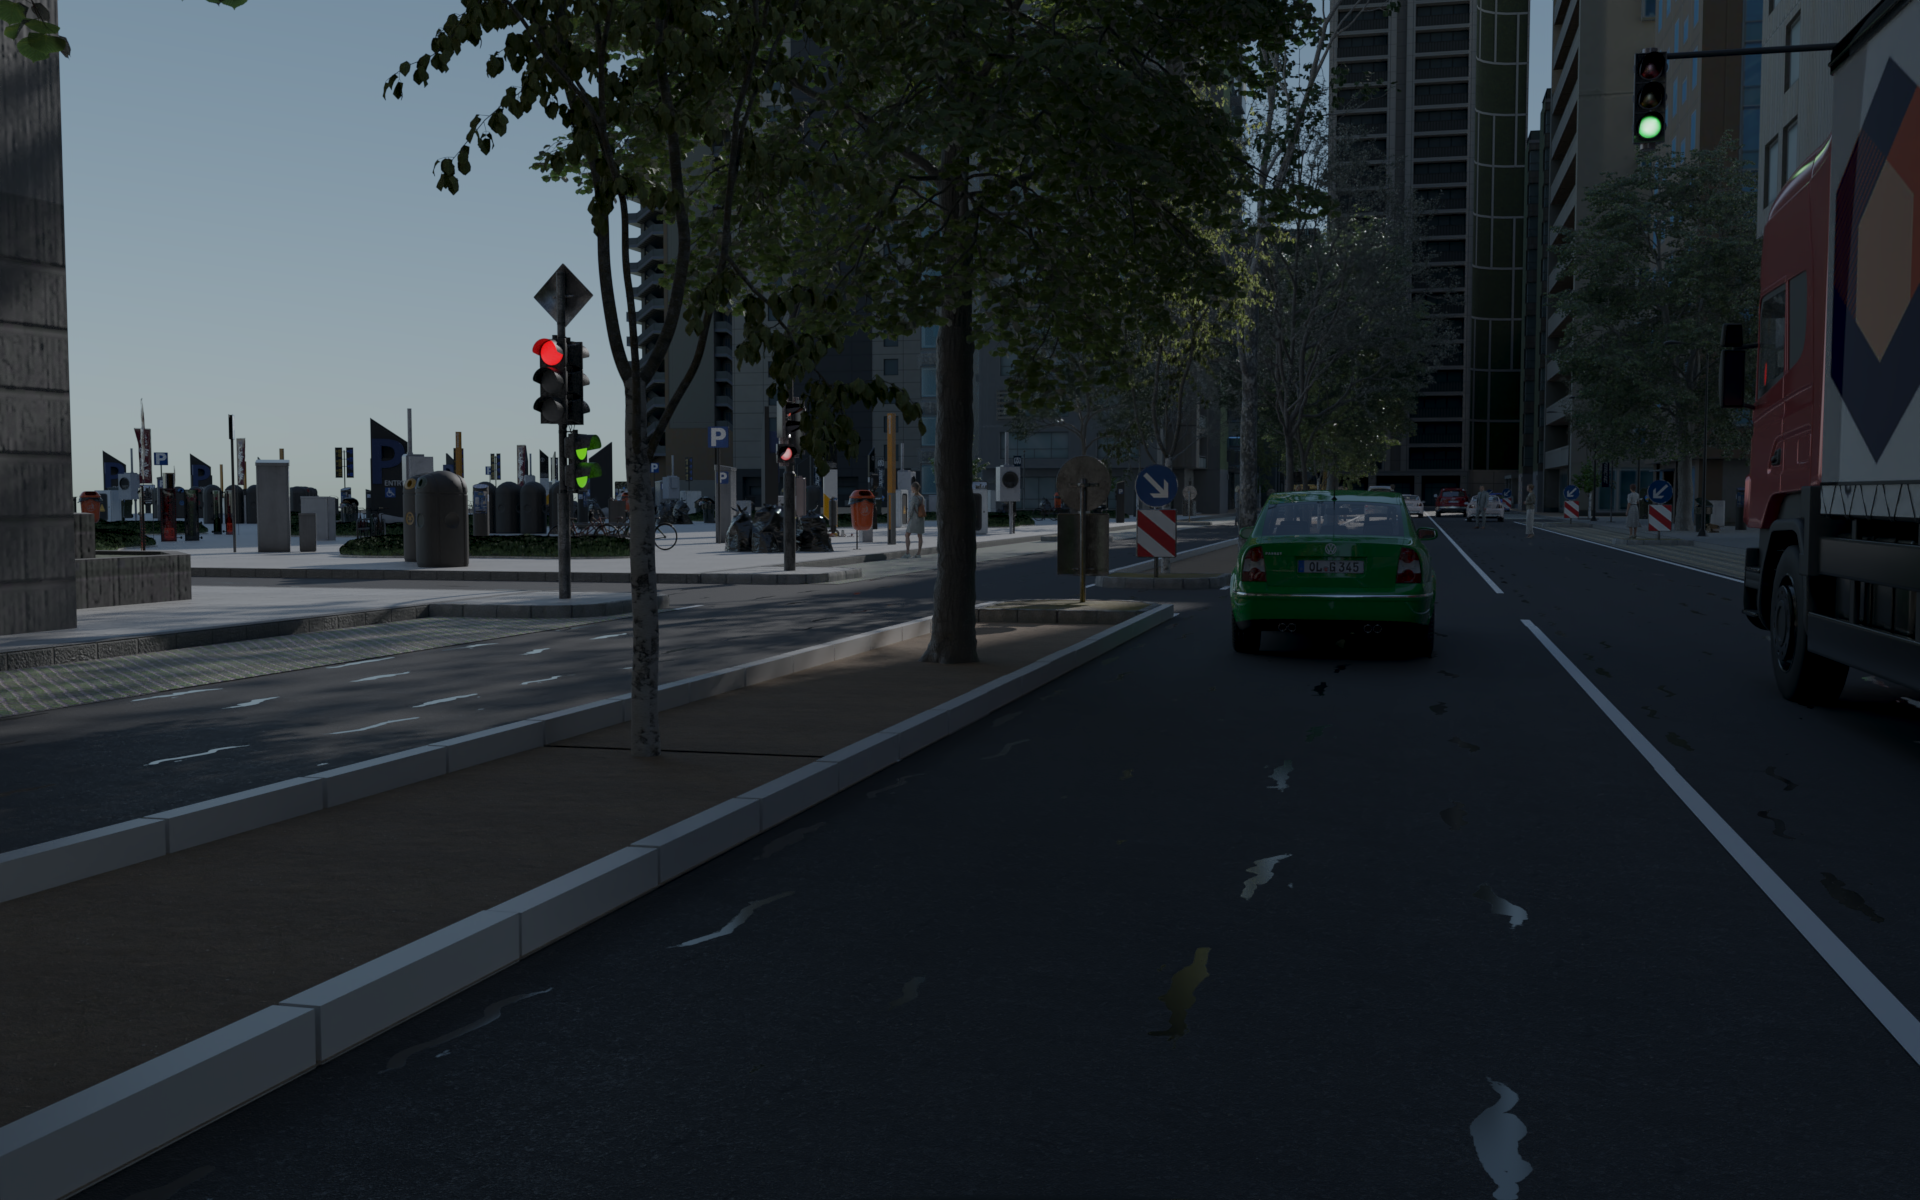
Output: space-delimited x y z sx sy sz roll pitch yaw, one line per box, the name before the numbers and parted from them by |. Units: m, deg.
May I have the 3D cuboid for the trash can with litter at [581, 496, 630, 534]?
trash can with litter | -10.792 -2.531 52.441 2.233 1.210 1.678 -1 4 -23

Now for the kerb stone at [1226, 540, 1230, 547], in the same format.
kerb stone | 7.091 -1.492 46.583 0.120 0.150 1.000 1 4 14

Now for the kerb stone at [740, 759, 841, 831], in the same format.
kerb stone | -0.767 0.882 7.819 0.120 0.150 1.000 1 4 14

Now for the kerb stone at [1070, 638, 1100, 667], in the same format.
kerb stone | 1.026 0.459 14.755 0.120 0.150 1.000 1 4 14

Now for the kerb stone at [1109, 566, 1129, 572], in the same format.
kerb stone | 2.724 -0.459 29.705 0.120 0.150 1.000 1 4 14

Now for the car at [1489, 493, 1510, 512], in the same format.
car | 39.761 -7.258 128.259 1.945 1.707 3.694 1 4 14

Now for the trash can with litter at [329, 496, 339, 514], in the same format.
trash can with litter | -29.958 -4.312 81.562 2.233 1.210 1.678 -3 4 -36

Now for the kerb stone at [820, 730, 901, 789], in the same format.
kerb stone | -0.511 0.819 8.814 0.120 0.150 1.000 1 4 14

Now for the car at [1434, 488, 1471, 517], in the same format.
car | 30.981 -6.132 108.935 2.281 1.827 5.304 1 4 15

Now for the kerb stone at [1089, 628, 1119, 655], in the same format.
kerb stone | 1.283 0.395 15.744 0.120 0.150 1.000 1 4 14

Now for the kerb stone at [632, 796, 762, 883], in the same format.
kerb stone | -1.028 0.943 6.828 0.120 0.150 1.000 1 4 14

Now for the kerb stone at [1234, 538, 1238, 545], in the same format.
kerb stone | 7.604 -1.613 48.568 0.120 0.150 1.000 1 4 14

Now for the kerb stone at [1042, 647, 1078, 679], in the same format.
kerb stone | 0.766 0.516 13.766 0.120 0.150 1.000 1 4 14

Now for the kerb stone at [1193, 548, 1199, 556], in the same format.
kerb stone | 5.289 -1.066 39.631 0.120 0.150 1.000 1 4 14

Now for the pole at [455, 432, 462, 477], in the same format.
pole | -16.364 -3.839 56.603 0.158 3.312 0.155 0 3 0

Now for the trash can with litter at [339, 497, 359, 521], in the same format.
trash can with litter | -20.985 -2.951 59.641 0.624 1.170 1.055 -1 4 -10

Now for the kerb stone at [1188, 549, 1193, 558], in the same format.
kerb stone | 5.024 -1.006 38.643 0.120 0.150 1.000 1 4 14

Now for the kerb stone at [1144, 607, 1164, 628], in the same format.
kerb stone | 2.047 0.212 18.721 0.120 0.150 1.000 1 4 14

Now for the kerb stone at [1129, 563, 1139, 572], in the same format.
kerb stone | 2.987 -0.518 30.693 0.120 0.150 1.000 1 4 14

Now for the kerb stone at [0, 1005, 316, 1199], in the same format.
kerb stone | -1.791 1.122 3.852 0.120 0.150 1.000 1 4 14

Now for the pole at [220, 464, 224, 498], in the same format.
pole | -50.429 -7.613 118.323 0.158 3.312 0.155 0 3 0

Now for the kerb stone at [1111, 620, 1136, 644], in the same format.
kerb stone | 1.536 0.334 16.739 0.120 0.150 1.000 1 4 14

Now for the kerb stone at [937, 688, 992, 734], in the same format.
kerb stone | 0.006 0.697 10.792 0.120 0.150 1.000 1 4 14

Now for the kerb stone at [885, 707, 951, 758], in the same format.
kerb stone | -0.254 0.758 9.803 0.120 0.150 1.000 1 4 14

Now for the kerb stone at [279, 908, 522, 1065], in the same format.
kerb stone | -1.535 1.061 4.841 0.120 0.150 1.000 1 4 14

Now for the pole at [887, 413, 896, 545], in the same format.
pole | -1.731 -3.058 43.837 0.158 3.312 0.155 0 3 0

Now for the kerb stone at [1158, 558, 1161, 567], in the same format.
kerb stone | 3.750 -0.702 33.675 0.120 0.150 1.000 1 4 14

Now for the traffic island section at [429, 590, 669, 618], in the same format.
traffic island section | -4.869 0.061 21.285 2.009 0.180 2.903 1 4 14

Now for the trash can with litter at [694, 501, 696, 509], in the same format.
trash can with litter | -12.748 -4.415 83.571 1.055 1.170 0.624 2 4 23

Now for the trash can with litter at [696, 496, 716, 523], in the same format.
trash can with litter | -10.888 -3.949 75.955 0.624 1.170 1.055 2 4 34

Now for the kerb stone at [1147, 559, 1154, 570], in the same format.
kerb stone | 3.496 -0.642 32.684 0.120 0.150 1.000 1 4 14

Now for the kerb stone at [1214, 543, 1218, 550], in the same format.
kerb stone | 6.318 -1.310 43.612 0.120 0.150 1.000 1 4 14

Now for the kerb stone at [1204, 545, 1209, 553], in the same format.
kerb stone | 5.809 -1.188 41.617 0.120 0.150 1.000 1 4 14

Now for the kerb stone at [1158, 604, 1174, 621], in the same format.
kerb stone | 2.308 0.153 19.715 0.120 0.150 1.000 1 4 14

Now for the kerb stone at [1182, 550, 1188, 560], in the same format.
kerb stone | 4.779 -0.945 37.651 0.120 0.150 1.000 1 4 14

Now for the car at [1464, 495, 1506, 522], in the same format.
car | 27.378 -4.767 90.299 2.083 1.381 4.827 1 4 16

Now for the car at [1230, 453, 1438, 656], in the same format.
car | 3.660 -0.493 16.854 1.959 1.807 4.718 1 4 13

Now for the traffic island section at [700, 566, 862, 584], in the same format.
traffic island section | -2.869 -0.412 29.016 2.009 0.180 2.903 1 4 14

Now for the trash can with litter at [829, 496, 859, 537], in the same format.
trash can with litter | -3.693 -2.531 52.446 1.678 1.210 2.233 0 4 2

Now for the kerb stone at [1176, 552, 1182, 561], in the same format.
kerb stone | 4.526 -0.885 36.660 0.120 0.150 1.000 1 4 14

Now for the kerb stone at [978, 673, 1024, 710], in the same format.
kerb stone | 0.254 0.638 11.784 0.120 0.150 1.000 1 4 14

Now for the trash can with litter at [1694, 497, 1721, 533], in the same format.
trash can with litter | 25.018 -2.841 57.842 0.624 1.170 1.055 -1 4 -15

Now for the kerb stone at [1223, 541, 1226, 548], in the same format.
kerb stone | 6.834 -1.431 45.591 0.120 0.150 1.000 1 4 14

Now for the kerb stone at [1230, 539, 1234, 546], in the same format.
kerb stone | 7.346 -1.552 47.578 0.120 0.150 1.000 1 4 14

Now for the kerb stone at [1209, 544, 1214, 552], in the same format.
kerb stone | 6.063 -1.249 42.612 0.120 0.150 1.000 1 4 14

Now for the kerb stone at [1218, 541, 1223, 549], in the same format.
kerb stone | 6.584 -1.370 44.599 0.120 0.150 1.000 1 4 14

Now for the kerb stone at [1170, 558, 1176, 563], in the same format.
kerb stone | 4.268 -0.822 35.661 0.120 0.150 1.000 1 4 14

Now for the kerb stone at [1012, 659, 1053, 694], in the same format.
kerb stone | 0.511 0.580 12.776 0.120 0.150 1.000 1 4 14

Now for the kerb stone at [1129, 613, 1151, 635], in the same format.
kerb stone | 1.794 0.273 17.731 0.120 0.150 1.000 1 4 14

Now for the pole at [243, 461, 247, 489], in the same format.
pole | -44.366 -6.951 107.489 0.158 3.312 0.155 0 3 0

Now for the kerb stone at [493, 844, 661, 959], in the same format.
kerb stone | -1.282 1.006 5.832 0.120 0.150 1.000 1 4 14

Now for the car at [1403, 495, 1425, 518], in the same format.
car | 27.222 -5.688 105.358 2.083 1.381 4.827 1 4 14

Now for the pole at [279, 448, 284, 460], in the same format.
pole | -30.245 -5.105 77.310 0.158 3.312 0.155 0 3 0

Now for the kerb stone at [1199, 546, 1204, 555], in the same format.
kerb stone | 5.545 -1.126 40.621 0.120 0.150 1.000 1 4 14

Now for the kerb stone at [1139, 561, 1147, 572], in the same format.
kerb stone | 3.243 -0.580 31.684 0.120 0.150 1.000 1 4 14
